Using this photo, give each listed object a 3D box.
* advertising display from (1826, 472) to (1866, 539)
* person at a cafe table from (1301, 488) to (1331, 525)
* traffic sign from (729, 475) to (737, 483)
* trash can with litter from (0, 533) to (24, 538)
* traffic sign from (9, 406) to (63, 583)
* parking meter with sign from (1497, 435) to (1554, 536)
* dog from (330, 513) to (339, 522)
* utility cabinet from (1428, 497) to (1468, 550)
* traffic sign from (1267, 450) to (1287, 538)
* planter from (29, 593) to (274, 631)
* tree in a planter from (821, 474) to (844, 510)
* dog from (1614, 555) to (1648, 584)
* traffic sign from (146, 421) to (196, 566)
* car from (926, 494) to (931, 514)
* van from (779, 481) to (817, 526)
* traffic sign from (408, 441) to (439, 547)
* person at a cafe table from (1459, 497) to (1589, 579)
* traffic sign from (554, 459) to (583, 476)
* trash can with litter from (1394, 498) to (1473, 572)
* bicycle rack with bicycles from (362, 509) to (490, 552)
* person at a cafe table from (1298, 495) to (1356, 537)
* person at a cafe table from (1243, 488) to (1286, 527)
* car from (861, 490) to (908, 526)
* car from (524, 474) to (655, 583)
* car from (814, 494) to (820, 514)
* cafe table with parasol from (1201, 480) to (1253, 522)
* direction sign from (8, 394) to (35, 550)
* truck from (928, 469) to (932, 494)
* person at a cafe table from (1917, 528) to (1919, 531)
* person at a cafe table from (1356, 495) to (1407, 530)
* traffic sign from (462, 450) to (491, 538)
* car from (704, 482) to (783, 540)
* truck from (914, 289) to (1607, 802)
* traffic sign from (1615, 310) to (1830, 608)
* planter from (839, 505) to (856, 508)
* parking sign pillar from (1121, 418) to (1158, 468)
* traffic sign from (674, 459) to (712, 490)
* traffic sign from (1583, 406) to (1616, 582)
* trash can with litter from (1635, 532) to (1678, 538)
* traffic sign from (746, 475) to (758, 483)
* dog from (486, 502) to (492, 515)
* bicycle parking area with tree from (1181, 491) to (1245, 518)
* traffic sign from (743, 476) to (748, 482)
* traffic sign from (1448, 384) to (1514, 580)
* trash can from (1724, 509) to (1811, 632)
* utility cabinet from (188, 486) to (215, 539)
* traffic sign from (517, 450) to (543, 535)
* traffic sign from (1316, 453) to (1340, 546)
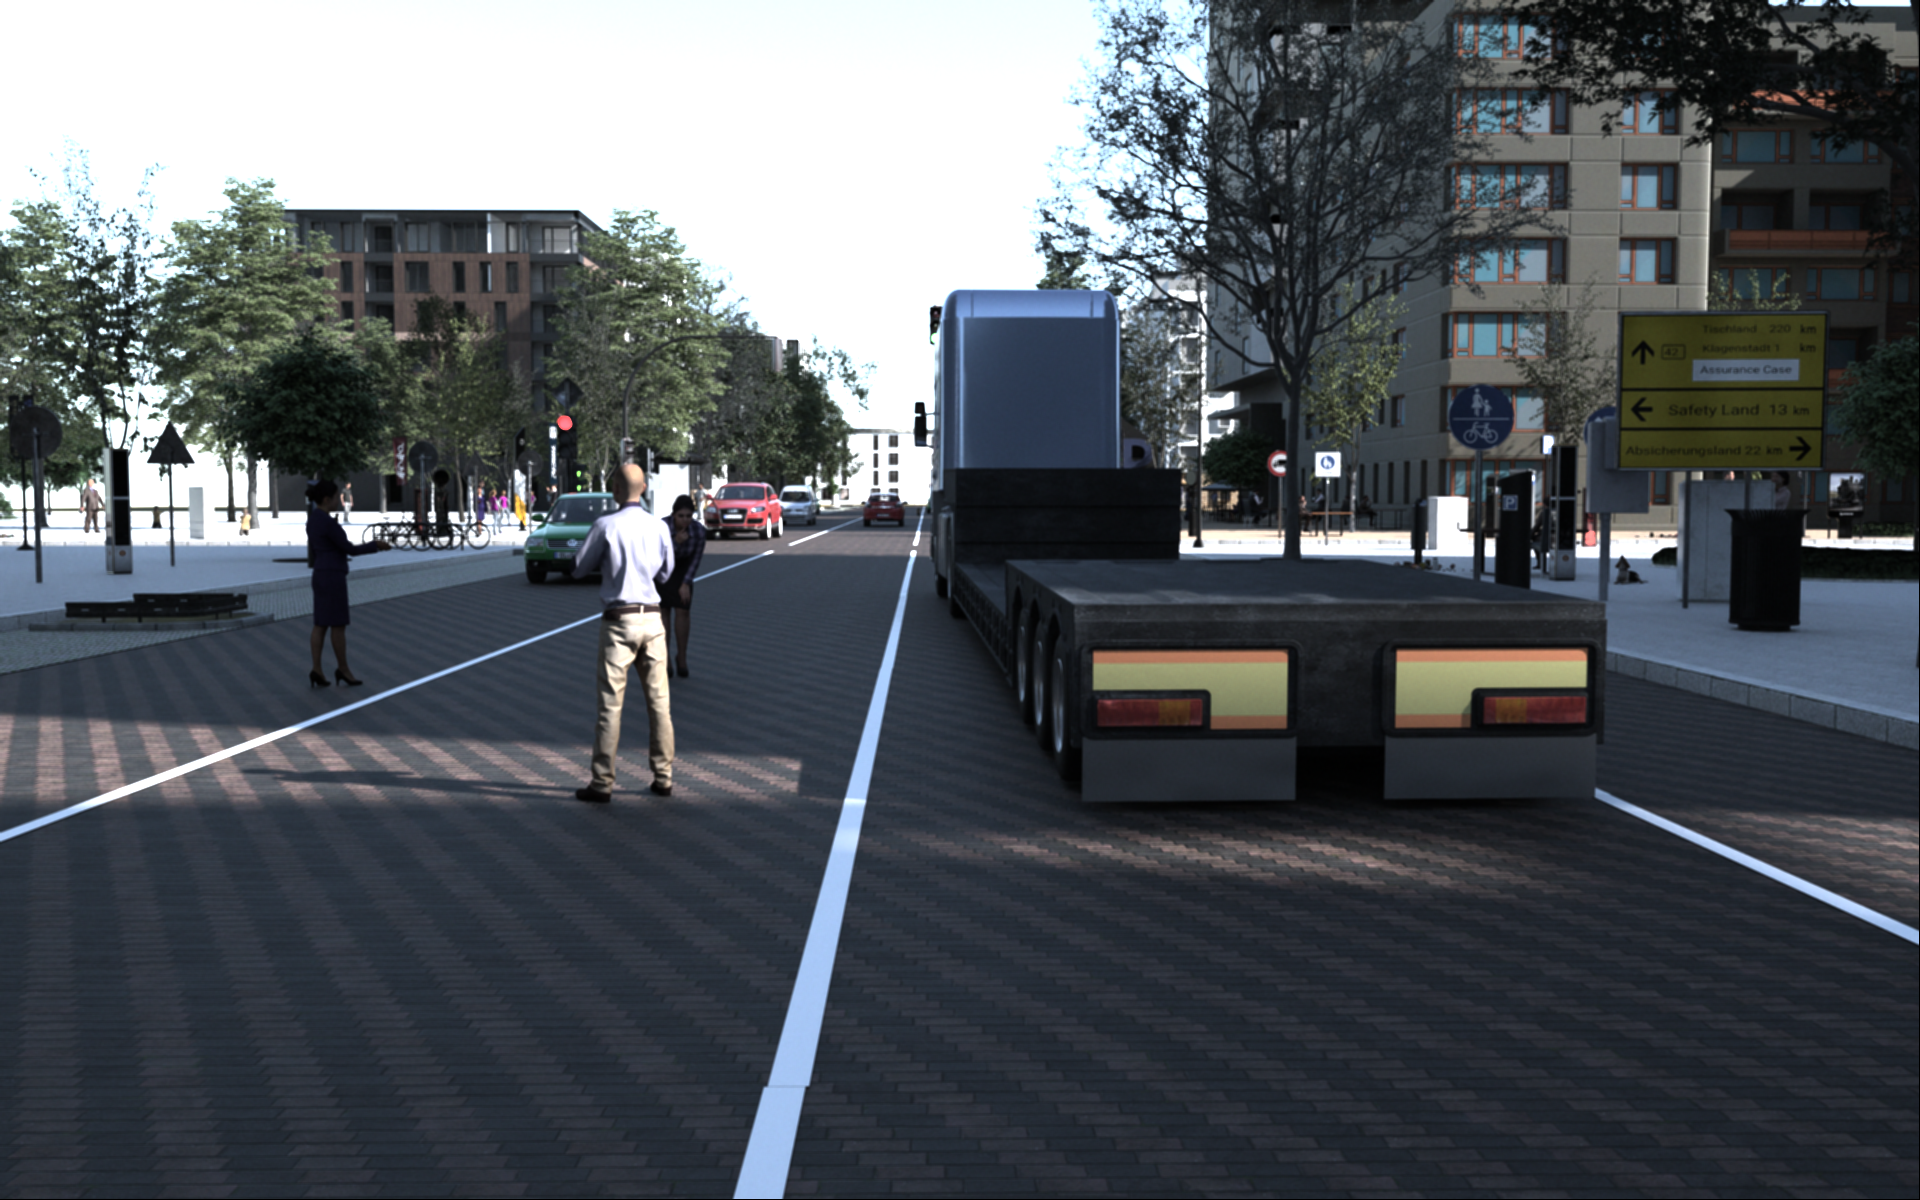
[{"bbox_3d":[25.458,-2.726,49.784,0.974,1.923,0.123,1,4,13],"label":"advertising display"},{"bbox_3d":[14.858,-3.960,73.254,1.622,1.524,1.698,0,4,8],"label":"person at a cafe table"},{"bbox_3d":[-15.844,-7.370,120.508,0.884,2.594,0.081,0,4,4],"label":"traffic sign"},{"bbox_3d":[-28.239,-2.418,50.590,1.678,1.210,2.233,-3,5,-43],"label":"trash can with litter"},{"bbox_3d":[-13.332,-1.523,25.001,0.768,2.556,0.104,0,4,1],"label":"traffic sign"},{"bbox_3d":[16.989,-3.429,52.324,0.543,3.016,1.738,-3,4,-37],"label":"parking meter with sign"},{"bbox_3d":[-25.736,-3.327,71.233,0.406,0.507,0.540,-2,4,-24],"label":"dog"},{"bbox_3d":[11.228,-1.754,39.839,1.020,1.237,0.306,-2,4,-32],"label":"utility cabinet"},{"bbox_3d":[9.291,-3.066,50.240,0.768,2.556,0.104,0,4,5],"label":"traffic sign"},{"bbox_3d":[-8.692,0.133,18.959,1.991,0.319,1.994,0,4,-1],"label":"planter"},{"bbox_3d":[-11.202,-9.435,151.484,1.991,3.239,1.994,0,4,-1],"label":"tree in a planter"},{"bbox_3d":[9.665,-0.437,24.877,0.748,0.427,0.550,0,4,-6],"label":"dog"},{"bbox_3d":[-14.004,-1.880,30.735,0.884,2.594,0.081,0,4,1],"label":"traffic sign"},{"bbox_3d":[-1.580,-7.352,129.008,1.959,1.807,4.718,0,4,-1],"label":"car"},{"bbox_3d":[-7.566,-4.472,80.120,2.013,2.044,4.112,0,4,-1],"label":"van"},{"bbox_3d":[-12.986,-2.556,41.901,0.768,2.556,0.104,0,4,6],"label":"traffic sign"},{"bbox_3d":[8.950,-0.991,27.057,1.698,1.238,1.726,0,4,-5],"label":"person at a cafe table"},{"bbox_3d":[-11.428,-3.093,50.566,0.884,2.594,0.081,0,4,7],"label":"traffic sign"},{"bbox_3d":[8.053,-1.147,29.807,1.678,1.210,2.233,1,4,22],"label":"trash can with litter"},{"bbox_3d":[-12.334,-1.624,39.940,2.925,0.926,2.852,-1,4,-23],"label":"bicycle rack with bicycles"},{"bbox_3d":[10.796,-2.580,53.052,1.698,1.238,1.726,-2,4,-32],"label":"person at a cafe table"},{"bbox_3d":[11.819,-3.606,67.467,1.622,1.524,1.698,-2,4,-24],"label":"person at a cafe table"},{"bbox_3d":[-3.415,-4.223,78.094,2.155,1.783,4.494,0,4,-1],"label":"car"},{"bbox_3d":[-6.165,-1.265,29.480,1.959,1.807,4.718,0,4,-2],"label":"car"},{"bbox_3d":[-10.901,-6.990,123.086,1.959,1.807,4.718,0,4,-2],"label":"car"},{"bbox_3d":[12.311,-4.609,80.215,2.610,1.966,2.610,0,4,-2],"label":"cafe table with parasol"},{"bbox_3d":[-21.423,-2.912,39.612,0.876,3.537,0.379,2,4,28],"label":"direction sign"},{"bbox_3d":[-2.101,-12.528,193.745,2.839,4.237,11.283,0,4,-2],"label":"truck"},{"bbox_3d":[16.423,-1.154,27.375,1.698,1.524,1.622,0,3,0],"label":"person at a cafe table"},{"bbox_3d":[15.265,-3.200,63.175,1.726,1.238,1.698,2,4,25],"label":"person at a cafe table"},{"bbox_3d":[-14.205,-3.110,50.857,0.884,2.594,0.081,0,4,7],"label":"traffic sign"},{"bbox_3d":[-6.920,-2.870,55.592,2.281,1.827,5.304,0,4,1],"label":"car"},{"bbox_3d":[1.234,-1.667,17.014,2.967,4.110,18.799,0,4,-3],"label":"truck"},{"bbox_3d":[8.464,-1.556,19.313,2.265,3.308,0.079,0,4,5],"label":"traffic sign"},{"bbox_3d":[-11.720,-9.642,178.787,1.991,0.319,1.994,0,4,-1],"label":"planter"},{"bbox_3d":[6.247,-4.419,60.723,1.447,3.967,1.447,0,4,-4],"label":"parking sign pillar"},{"bbox_3d":[-15.328,-6.445,99.248,2.265,3.308,0.079,0,4,0],"label":"traffic sign"},{"bbox_3d":[9.447,-1.537,25.234,0.768,2.556,0.104,0,4,6],"label":"traffic sign"},{"bbox_3d":[21.188,-2.457,51.225,2.233,1.210,1.678,2,4,27],"label":"trash can with litter"},{"bbox_3d":[-14.149,-7.197,117.778,0.768,2.556,0.104,0,4,0],"label":"traffic sign"},{"bbox_3d":[-29.006,-5.646,106.685,0.513,0.831,0.800,-1,4,-20],"label":"dog"},{"bbox_3d":[16.615,-6.532,93.795,8.231,4.147,9.016,3,5,40],"label":"bicycle parking area with tree"},{"bbox_3d":[-14.591,-7.313,119.673,0.768,2.556,0.104,0,4,2],"label":"traffic sign"},{"bbox_3d":[6.031,-1.226,20.148,0.768,2.556,0.104,0,4,0],"label":"traffic sign"},{"bbox_3d":[7.590,-0.285,16.319,0.748,1.137,0.748,0,3,0],"label":"trash can"},{"bbox_3d":[-21.563,-2.482,49.260,0.318,1.500,1.173,-3,5,-43],"label":"utility cabinet"},{"bbox_3d":[-12.514,-3.075,50.388,0.768,2.556,0.104,0,4,7],"label":"traffic sign"},{"bbox_3d":[9.059,-2.485,42.756,0.606,2.300,0.079,0,4,6],"label":"traffic sign"}]
